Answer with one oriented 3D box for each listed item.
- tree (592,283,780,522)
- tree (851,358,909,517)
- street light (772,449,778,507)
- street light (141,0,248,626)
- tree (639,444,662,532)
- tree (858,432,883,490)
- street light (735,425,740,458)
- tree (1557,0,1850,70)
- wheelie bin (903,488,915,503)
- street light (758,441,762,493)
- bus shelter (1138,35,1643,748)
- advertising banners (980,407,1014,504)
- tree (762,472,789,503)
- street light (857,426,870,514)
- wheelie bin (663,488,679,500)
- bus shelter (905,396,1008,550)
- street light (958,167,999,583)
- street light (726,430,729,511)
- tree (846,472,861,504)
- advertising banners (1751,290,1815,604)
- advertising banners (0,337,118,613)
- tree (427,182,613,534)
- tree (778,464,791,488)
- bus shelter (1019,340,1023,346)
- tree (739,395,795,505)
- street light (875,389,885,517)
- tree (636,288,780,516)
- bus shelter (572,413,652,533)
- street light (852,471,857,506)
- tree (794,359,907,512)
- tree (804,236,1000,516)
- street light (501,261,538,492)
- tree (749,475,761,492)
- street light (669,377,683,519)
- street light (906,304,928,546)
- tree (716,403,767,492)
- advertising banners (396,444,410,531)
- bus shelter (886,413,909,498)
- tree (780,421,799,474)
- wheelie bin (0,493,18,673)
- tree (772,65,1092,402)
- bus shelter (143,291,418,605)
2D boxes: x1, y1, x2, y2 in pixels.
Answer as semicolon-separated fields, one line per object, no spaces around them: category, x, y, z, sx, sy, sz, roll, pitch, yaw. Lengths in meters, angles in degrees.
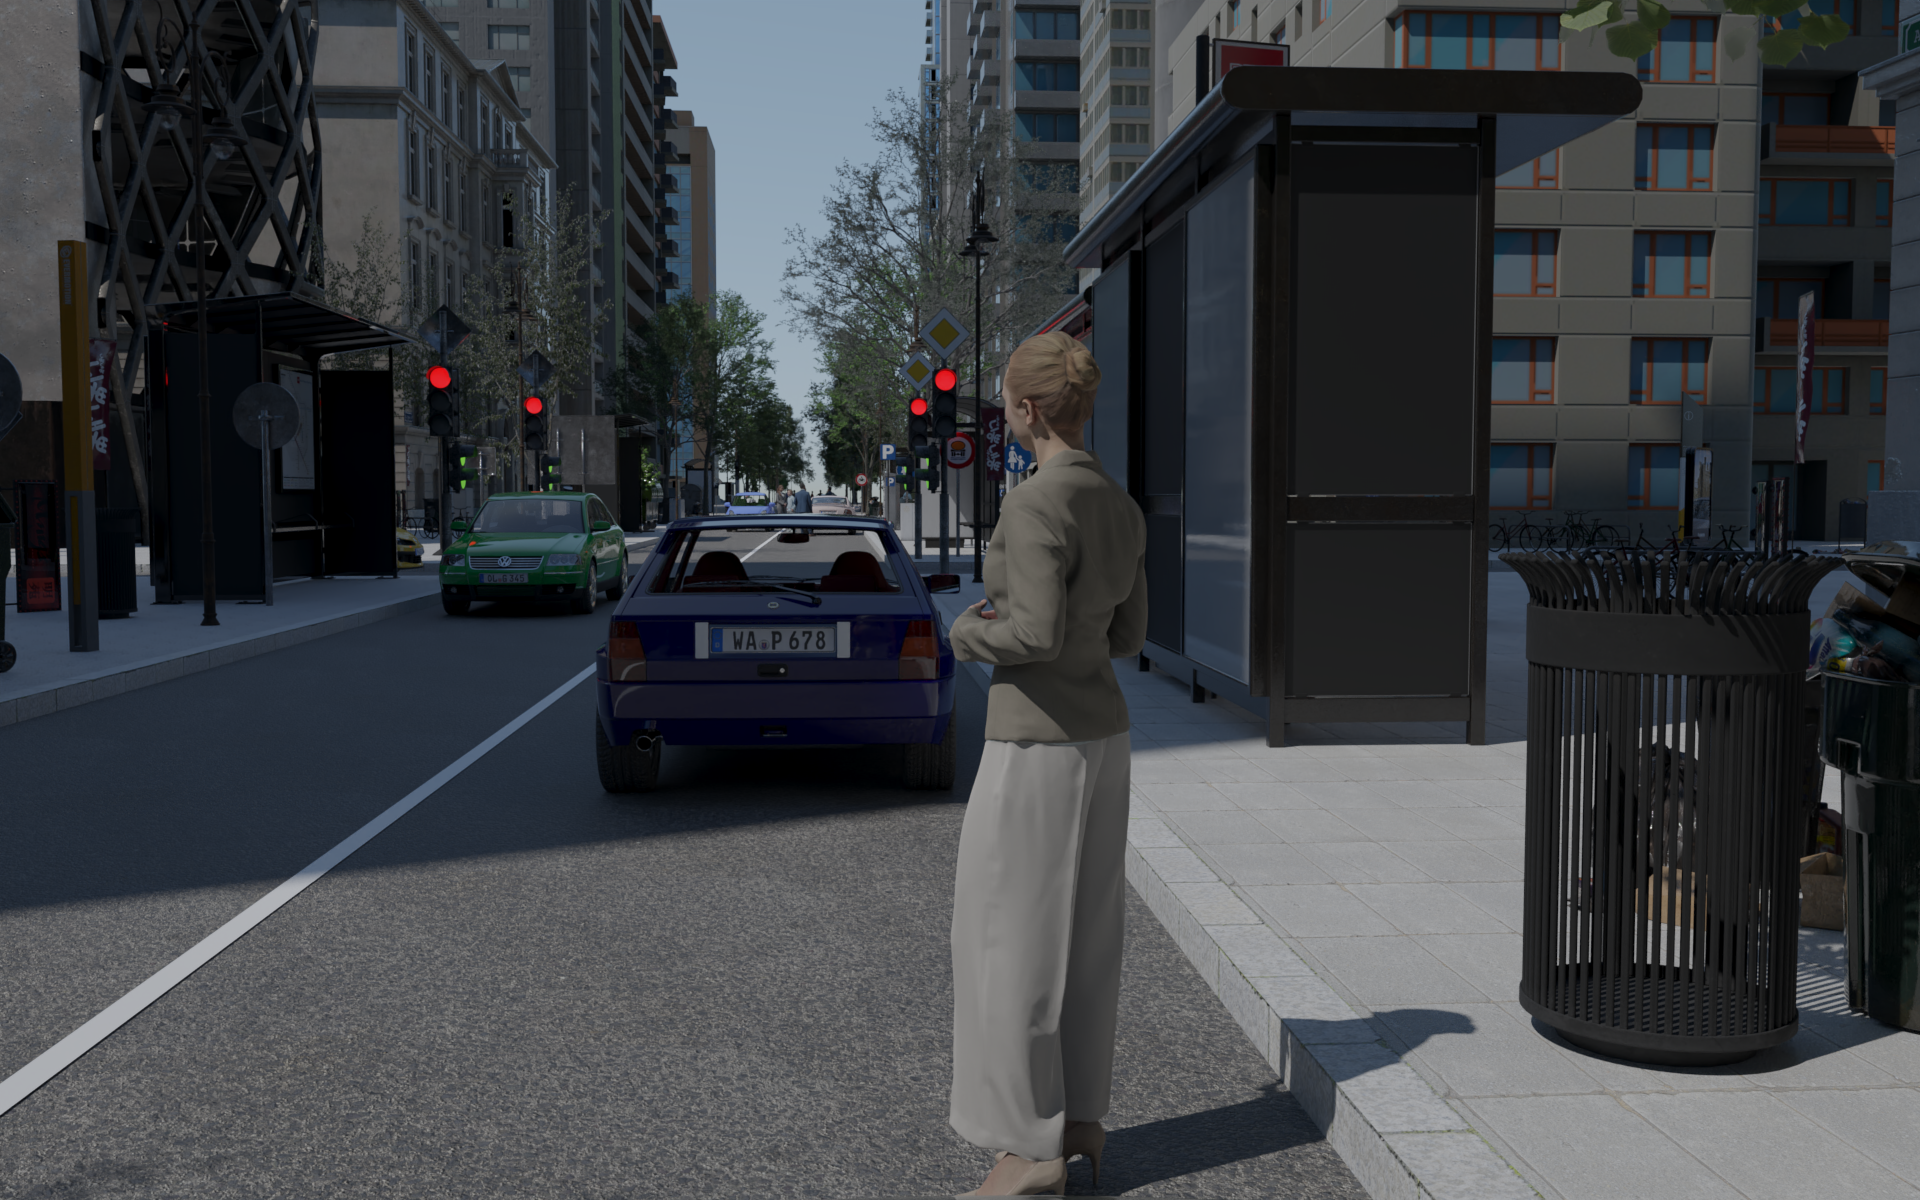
tree;-12.718;-8.671;76.176;7.601;10.594;8.767;0;4;6
tree;-3.748;-8.545;90.077;4.360;8.622;3.978;0;3;0
street light;-19.201;-12.518;177.458;0.468;5.910;1.993;0;4;-4
street light;-7.330;-2.689;16.753;0.468;5.910;1.993;0;4;-4
tree;-10.932;-3.895;58.292;1.663;3.219;1.824;0;3;0
tree;-7.716;-12.000;146.564;4.737;8.622;4.395;0;3;0
street light;-14.225;-8.402;110.161;0.468;5.910;1.993;0;4;-4
tree;2.620;-5.088;1.322;7.486;12.596;7.792;0;3;0
wheelie bin;-1.718;-3.514;65.356;0.980;1.594;0.693;-2;4;-33
street light;-16.639;-10.449;143.621;0.468;5.910;1.993;0;4;-4
bus shelter;2.050;-2.157;12.899;2.179;5.291;8.768;0;4;-4
advertising banners;1.376;-2.350;34.615;2.074;3.025;0.090;1;4;22
tree;-24.133;-15.136;231.191;4.285;4.588;4.351;0;3;0
street light;-6.552;-8.860;117.655;0.468;5.910;1.993;0;4;-4
wheelie bin;-14.530;-4.818;86.678;0.980;1.594;0.693;0;4;1
bus shelter;-0.111;-2.732;38.587;2.014;3.302;5.546;0;4;-4
street light;0.259;-3.188;24.915;0.468;5.910;1.993;0;4;-4
street light;-13.612;-7.858;101.265;0.468;5.910;1.993;0;4;-4
tree;-13.806;-15.105;230.684;4.285;4.588;4.351;0;3;0
advertising banners;7.566;-1.209;15.961;0.090;3.025;2.074;1;4;14
advertising banners;-10.050;-1.381;18.763;0.090;3.025;2.074;2;4;31
tree;-10.019;-5.547;41.055;4.360;8.622;3.978;0;3;0
tree;-24.998;-17.753;240.628;4.360;8.622;3.978;0;3;0
bus shelter;1.995;-2.698;21.743;2.179;5.291;8.768;0;4;-4
tree;-21.247;-17.326;200.287;9.611;12.733;9.660;0;3;0
street light;-3.481;-6.301;75.808;0.468;5.910;1.993;0;4;-4
tree;-12.622;-9.841;86.652;9.928;11.665;9.643;0;3;0
bus shelter;-10.668;-3.804;53.484;1.731;3.624;6.357;0;4;-4
street light;-8.955;-10.875;150.588;0.468;5.910;1.993;0;4;-4
tree;-6.965;-12.835;126.855;9.611;12.733;9.660;0;3;0
tree;-1.887;-8.799;69.612;9.928;11.665;9.643;0;3;0
street light;-8.754;-3.779;34.577;0.468;5.910;1.993;0;4;-4
tree;-18.506;-9.879;156.129;1.663;3.219;1.824;0;3;0
street light;-11.177;-5.840;68.266;0.468;5.910;1.993;0;4;-4
street light;-1.058;-4.257;42.389;0.468;5.910;1.993;0;4;-4
tree;-16.484;-11.083;131.572;4.737;8.622;4.395;0;3;0
advertising banners;-19.170;-3.883;59.677;0.090;3.025;2.074;0;4;-4
bus shelter;-2.579;-6.373;81.830;2.179;5.291;8.768;0;4;-4
tree;-20.430;-15.192;182.809;7.601;10.594;8.767;0;4;2
wheelie bin;-7.194;-0.270;12.321;0.980;1.594;0.693;2;4;25
tree;-0.536;-8.581;50.672;12.009;13.543;11.850;0;3;0
bus shelter;-8.828;-1.950;23.158;1.731;3.624;6.357;0;4;-4
